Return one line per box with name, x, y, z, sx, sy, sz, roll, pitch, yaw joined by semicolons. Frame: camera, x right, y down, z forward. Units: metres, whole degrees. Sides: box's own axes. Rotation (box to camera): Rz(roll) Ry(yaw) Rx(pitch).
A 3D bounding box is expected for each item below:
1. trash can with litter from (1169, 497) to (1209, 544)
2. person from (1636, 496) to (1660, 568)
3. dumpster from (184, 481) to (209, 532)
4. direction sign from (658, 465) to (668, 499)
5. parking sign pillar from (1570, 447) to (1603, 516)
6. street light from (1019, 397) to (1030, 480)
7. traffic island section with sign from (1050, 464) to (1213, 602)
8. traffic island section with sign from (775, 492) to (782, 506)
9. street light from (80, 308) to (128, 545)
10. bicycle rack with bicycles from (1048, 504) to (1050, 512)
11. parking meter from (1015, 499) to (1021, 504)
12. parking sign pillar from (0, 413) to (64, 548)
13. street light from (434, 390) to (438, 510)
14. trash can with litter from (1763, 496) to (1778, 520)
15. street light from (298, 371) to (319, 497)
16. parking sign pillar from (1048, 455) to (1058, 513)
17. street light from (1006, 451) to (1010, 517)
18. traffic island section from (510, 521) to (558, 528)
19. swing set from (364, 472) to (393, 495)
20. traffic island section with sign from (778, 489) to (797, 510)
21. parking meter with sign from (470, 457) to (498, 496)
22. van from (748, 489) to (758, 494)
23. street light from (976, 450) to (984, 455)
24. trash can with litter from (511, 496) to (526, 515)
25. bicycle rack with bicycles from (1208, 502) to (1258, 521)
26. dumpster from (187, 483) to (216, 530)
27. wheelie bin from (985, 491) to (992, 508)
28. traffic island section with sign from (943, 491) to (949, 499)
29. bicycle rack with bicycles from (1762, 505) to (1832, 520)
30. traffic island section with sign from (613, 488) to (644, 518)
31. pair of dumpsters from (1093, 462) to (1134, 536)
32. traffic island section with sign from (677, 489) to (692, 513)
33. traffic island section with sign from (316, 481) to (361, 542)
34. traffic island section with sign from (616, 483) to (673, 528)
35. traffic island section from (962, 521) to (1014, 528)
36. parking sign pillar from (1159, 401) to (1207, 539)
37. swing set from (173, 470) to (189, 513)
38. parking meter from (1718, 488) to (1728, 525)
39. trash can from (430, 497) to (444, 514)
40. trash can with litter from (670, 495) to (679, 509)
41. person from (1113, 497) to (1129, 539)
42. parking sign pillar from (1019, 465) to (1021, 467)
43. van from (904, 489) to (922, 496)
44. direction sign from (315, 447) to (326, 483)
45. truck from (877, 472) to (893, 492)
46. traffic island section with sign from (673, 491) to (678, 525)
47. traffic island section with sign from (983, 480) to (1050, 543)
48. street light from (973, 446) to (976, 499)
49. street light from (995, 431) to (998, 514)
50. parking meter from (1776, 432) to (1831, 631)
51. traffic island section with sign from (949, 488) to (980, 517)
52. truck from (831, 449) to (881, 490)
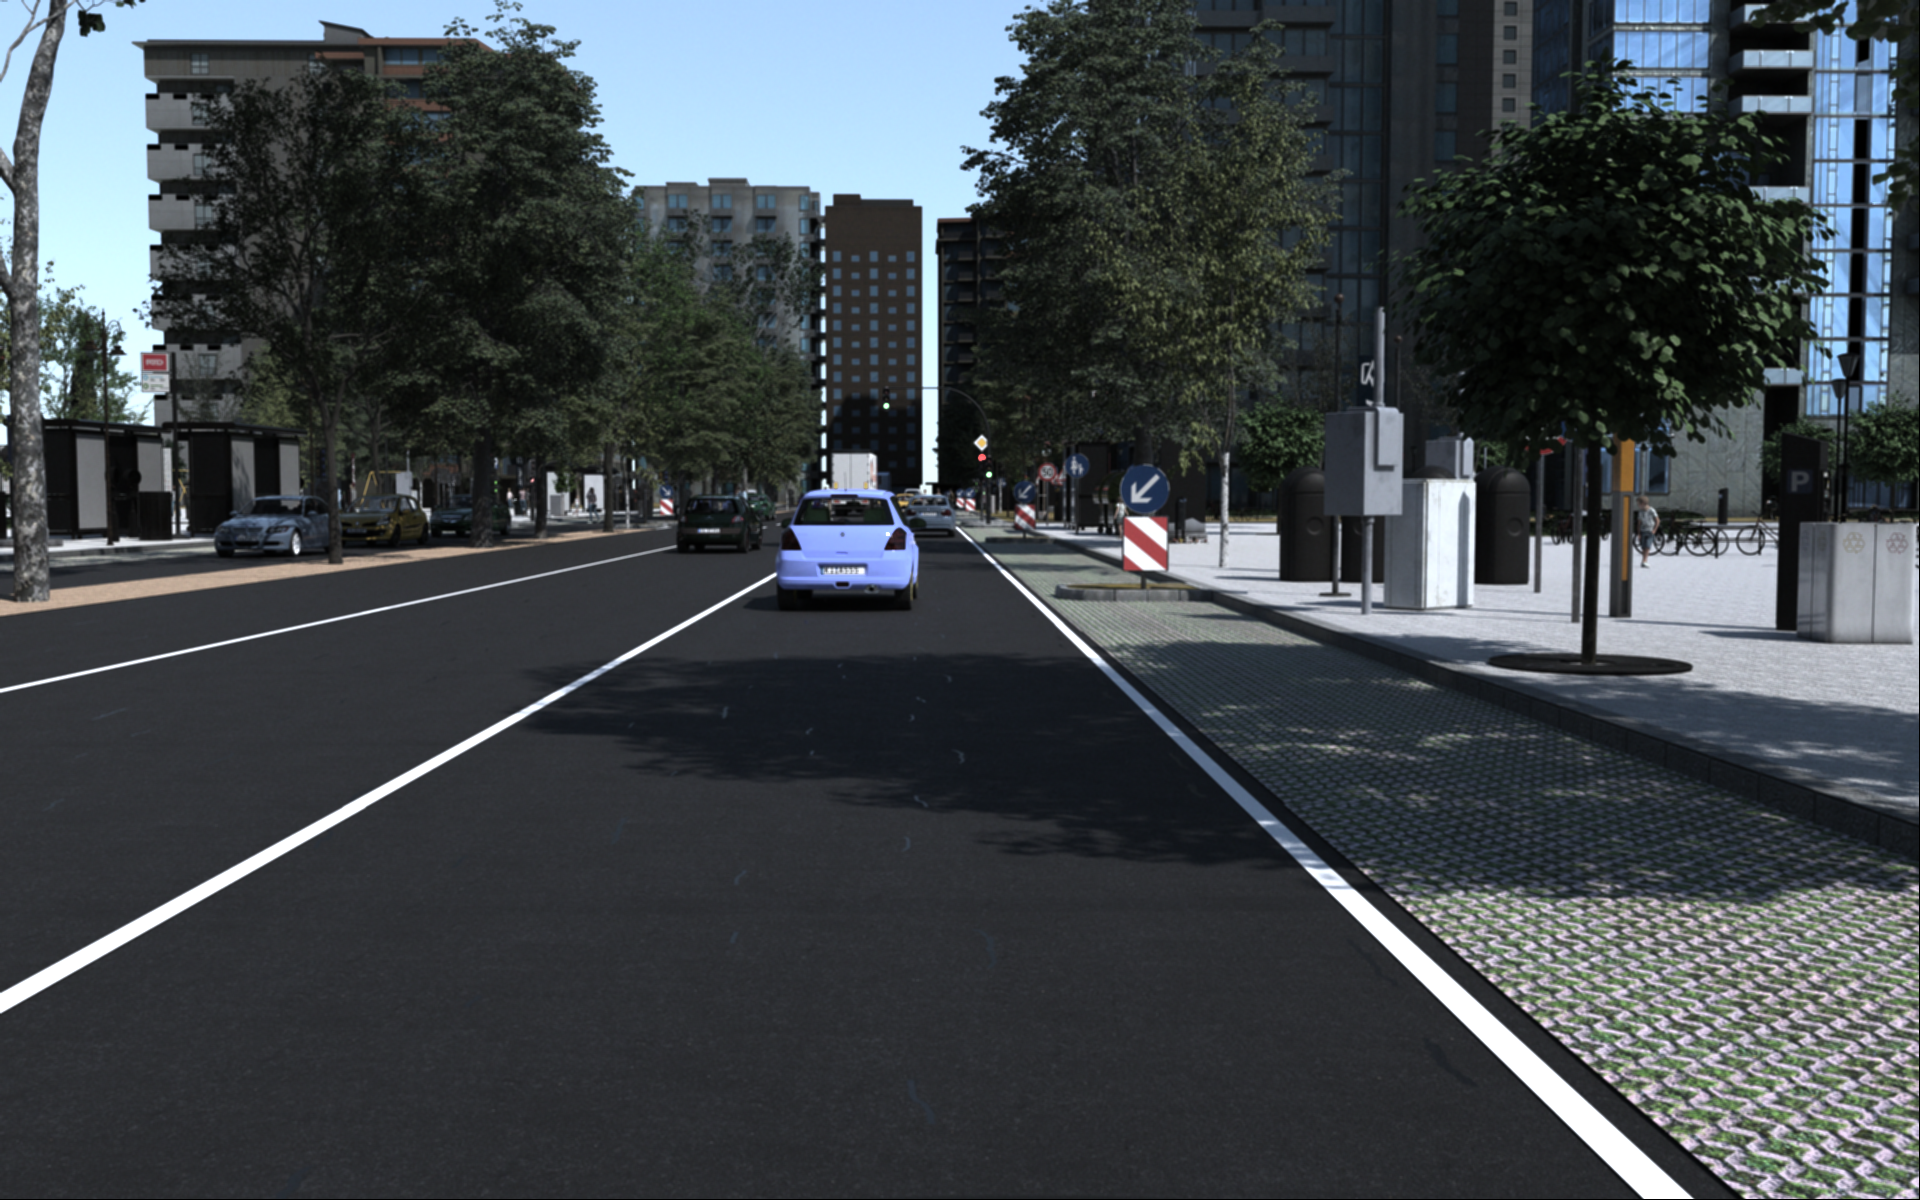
trash can with litter;6.066;-2.130;45.889;1.678;1.210;2.233;2;4;27
person;12.032;-1.199;30.327;0.352;1.250;0.332;0;4;-8
dumpster;-25.729;-3.289;59.540;1.264;1.857;1.865;0;4;-1
direction sign;-23.178;-8.761;135.234;0.876;3.537;0.379;-3;5;-45
parking sign pillar;26.623;-5.204;73.560;1.447;3.967;1.447;-1;4;-20
street light;3.078;-6.734;82.892;0.468;5.910;1.993;0;4;-1
traffic island section with sign;2.342;-0.933;23.884;1.989;1.847;2.006;0;4;-1
traffic island section with sign;-22.660;-12.368;210.845;1.989;1.847;2.006;0;4;-1
street light;-21.277;-4.306;43.185;0.468;5.910;1.993;0;4;-1
bicycle rack with bicycles;6.135;-6.159;114.082;2.852;0.926;2.925;2;4;29
parking meter;3.497;-5.916;105.141;0.372;1.533;0.369;0;3;0
parking sign pillar;-22.688;-3.283;42.142;1.447;3.967;1.447;3;5;42
street light;-21.876;-6.084;72.260;0.468;5.910;1.993;0;4;-1
trash can with litter;40.426;-4.603;86.642;0.624;1.170;1.055;0;4;0
street light;-21.621;-5.195;57.721;0.468;5.910;1.993;0;4;-1
parking sign pillar;6.487;-8.071;120.440;1.447;3.967;1.447;1;4;14
street light;2.723;-7.668;98.152;0.468;5.910;1.993;0;4;-1
traffic island section;-20.084;-3.613;81.350;2.009;0.180;2.903;0;4;-1
swing set;-39.671;-7.521;120.583;3.119;2.851;2.862;1;4;19
traffic island section with sign;-15.347;-9.060;156.269;2.006;1.907;1.989;0;4;-1
parking meter with sign;-22.854;-5.258;82.234;1.738;3.016;0.543;0;4;5
van;-18.761;-8.978;153.803;2.013;2.044;4.112;0;4;-3
street light;1.789;-10.349;141.990;0.468;5.910;1.993;0;4;-1
trash can with litter;-26.506;-5.671;104.107;0.624;1.170;1.055;1;4;10
bicycle rack with bicycles;12.976;-4.290;83.526;2.852;0.926;2.925;2;4;34
dumpster;-24.408;-3.344;57.160;1.502;2.255;1.985;0;4;-1
wheelie bin;2.527;-8.995;154.981;0.980;1.594;0.693;-1;4;-9
traffic island section with sign;-0.111;-7.643;133.589;1.989;1.847;2.006;0;4;-1
bicycle rack with bicycles;40.248;-4.312;83.881;2.852;0.926;2.925;-1;4;-16
traffic island section with sign;-20.313;-5.971;106.245;1.989;1.847;2.006;0;4;-1
pair of dumpsters;5.173;-3.184;54.557;1.574;2.255;4.437;0;4;-1
traffic island section with sign;-20.922;-7.619;133.194;1.989;1.847;2.006;0;4;-1
traffic island section with sign;-19.087;-2.641;51.816;1.989;1.847;2.006;0;4;-1
traffic island section with sign;-13.497;-4.013;73.744;2.006;1.907;1.989;0;4;-1
traffic island section;1.231;-3.153;73.834;2.009;0.180;2.903;0;4;-1
parking sign pillar;6.373;-3.740;49.621;1.447;3.967;1.447;0;4;-1
swing set;-50.861;-7.099;113.695;2.862;2.851;3.119;0;4;2
parking meter;32.129;-3.946;72.925;0.372;1.533;0.369;0;3;0
trash can;-25.742;-4.504;85.287;0.748;1.137;0.748;0;3;0
trash can with litter;-24.997;-8.576;151.273;2.233;1.210;1.678;2;4;31
person;4.606;-2.349;49.466;0.382;1.210;0.505;3;5;43
parking sign pillar;4.658;-9.962;151.346;1.447;3.967;1.447;0;4;8
van;-3.826;-8.221;141.422;2.013;2.044;4.112;0;4;0
direction sign;-30.968;-5.625;83.963;0.876;3.537;0.379;3;5;41
truck;-9.313;-13.189;205.405;2.967;4.110;18.799;0;4;-3
traffic island section with sign;-13.653;-4.466;81.149;2.006;1.907;1.989;0;4;-1
traffic island section with sign;1.751;-2.581;50.833;1.989;1.847;2.006;0;4;-1
street light;1.326;-11.238;156.523;0.468;5.910;1.993;0;4;-1
street light;2.370;-8.557;112.688;0.468;5.910;1.993;0;4;-1
parking meter;7.893;-0.641;16.196;0.399;1.863;0.255;3;5;42
traffic island section with sign;0.503;-5.995;106.640;1.989;1.847;2.006;0;4;-1
truck;-6.836;-7.672;114.346;2.839;4.237;11.283;0;4;0
